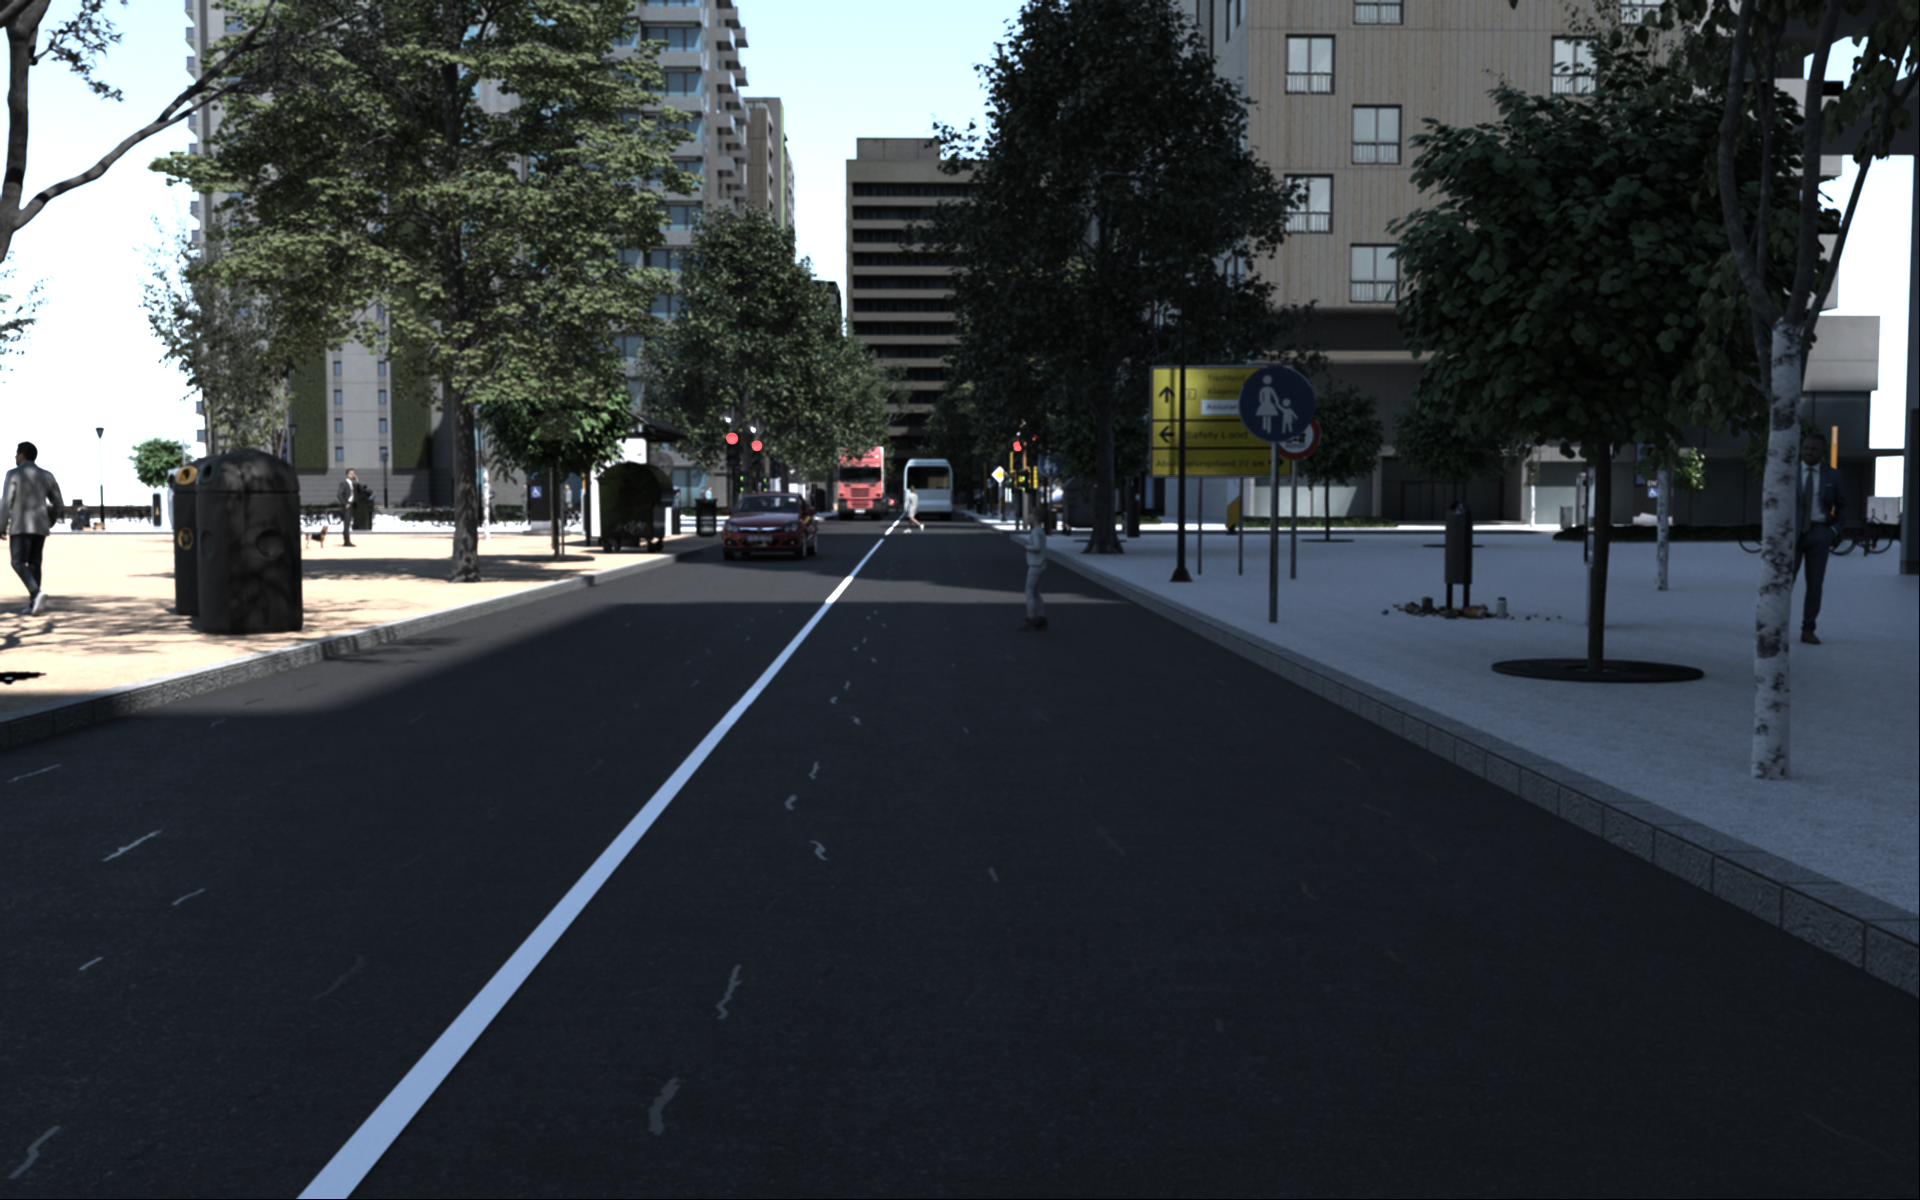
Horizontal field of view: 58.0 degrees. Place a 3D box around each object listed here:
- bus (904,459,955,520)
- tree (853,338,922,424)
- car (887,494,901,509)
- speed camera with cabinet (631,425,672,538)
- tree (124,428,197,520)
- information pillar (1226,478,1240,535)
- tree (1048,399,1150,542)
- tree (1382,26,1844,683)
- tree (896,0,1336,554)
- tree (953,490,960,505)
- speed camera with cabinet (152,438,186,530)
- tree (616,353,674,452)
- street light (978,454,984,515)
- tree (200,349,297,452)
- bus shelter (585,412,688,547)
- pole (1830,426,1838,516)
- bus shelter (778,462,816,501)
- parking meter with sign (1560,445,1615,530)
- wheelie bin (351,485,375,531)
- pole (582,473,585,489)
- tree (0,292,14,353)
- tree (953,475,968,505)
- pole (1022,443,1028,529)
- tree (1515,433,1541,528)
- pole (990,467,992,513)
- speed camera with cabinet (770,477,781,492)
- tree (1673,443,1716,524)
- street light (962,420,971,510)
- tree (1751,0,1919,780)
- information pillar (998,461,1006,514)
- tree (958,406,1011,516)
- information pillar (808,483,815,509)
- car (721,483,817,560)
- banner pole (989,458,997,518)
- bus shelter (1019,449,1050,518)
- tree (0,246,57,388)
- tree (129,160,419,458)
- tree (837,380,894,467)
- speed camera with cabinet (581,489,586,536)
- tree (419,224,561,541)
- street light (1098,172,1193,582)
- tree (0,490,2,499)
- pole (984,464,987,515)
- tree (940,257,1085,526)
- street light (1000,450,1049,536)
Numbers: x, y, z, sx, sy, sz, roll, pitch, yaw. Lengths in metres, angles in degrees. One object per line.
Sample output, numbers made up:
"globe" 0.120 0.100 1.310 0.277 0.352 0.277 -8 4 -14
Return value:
"bus" -1.713 -6.307 97.979 2.948 3.499 13.247 0 4 0
"tree" -10.886 -21.539 208.050 12.611 20.169 13.585 0 3 0
"car" -6.945 -9.944 171.630 2.155 1.783 4.494 0 4 -3
"speed camera with cabinet" -9.084 -3.414 50.161 0.660 3.252 2.038 1 4 18
"tree" -39.739 -6.265 86.148 4.285 4.588 4.351 0 3 0
"information pillar" 8.588 -3.837 54.085 0.504 3.616 0.183 2 4 26
"tree" 3.811 -3.856 46.753 4.285 4.588 4.351 0 3 0
"tree" 4.515 -1.746 12.268 4.285 4.588 4.351 0 3 0
"tree" 3.148 -7.351 37.189 9.611 12.733 9.660 0 3 0
"tree" -0.549 -12.975 206.738 1.663 3.219 1.824 0 3 0
"speed camera with cabinet" -28.038 -4.111 61.555 2.038 3.252 0.660 3 5 42
"tree" -15.711 -8.436 88.296 4.360 8.622 3.978 0 3 0
"street light" 1.497 -6.554 79.694 1.470 5.913 1.316 0 4 -1
"tree" -34.443 -8.212 84.630 4.737 8.622 4.395 0 3 0
"bus shelter" -8.296 -3.069 44.102 2.014 3.302 5.546 0 4 -1
"pole" 26.215 -3.558 52.016 0.158 3.312 0.155 0 3 0
"bus shelter" -9.348 -6.394 98.458 2.014 3.302 5.546 0 4 -1
"parking meter with sign" 22.361 -4.007 61.776 1.738 3.016 0.543 0 4 5
"wheelie bin" -20.918 -3.230 60.710 0.693 1.594 0.980 0 4 8
"pole" -13.374 -4.149 61.679 0.158 3.312 0.155 0 3 0
"tree" -29.324 -7.816 45.924 7.486 12.596 7.792 0 3 0
"tree" -0.182 -13.090 197.734 4.285 4.588 4.351 0 3 0
"pole" 2.368 -4.214 62.742 0.158 3.312 0.155 0 3 0
"tree" 21.391 -7.025 65.214 4.360 8.622 3.978 0 3 0
"pole" 2.199 -7.676 119.344 0.158 3.312 0.155 0 3 0
"speed camera with cabinet" -9.598 -5.977 92.062 0.660 3.252 2.038 -1 4 -19
"tree" 27.448 -4.283 64.629 1.663 3.219 1.824 0 3 0
"street light" 0.792 -8.297 108.204 1.470 5.913 1.316 0 4 -1
"tree" 3.908 -3.502 7.625 4.737 8.622 4.395 0 3 0
"information pillar" 2.769 -7.494 113.874 0.504 3.616 0.183 -1 4 -20
"tree" 2.570 -9.184 100.520 4.360 8.622 3.978 0 3 0
"information pillar" -9.523 -6.520 111.093 0.304 2.012 0.304 -2 4 -32
"car" -4.270 -1.843 39.179 2.155 1.783 4.494 0 4 0
"banner pole" 1.827 -6.307 93.141 0.401 3.779 0.863 -1 4 -18
"bus shelter" 3.445 -5.784 85.859 1.731 3.624 6.357 0 4 -1
"tree" -21.970 -5.293 36.898 4.360 8.622 3.978 0 3 0
"tree" -14.237 -5.206 35.475 4.360 8.622 3.978 0 3 0
"tree" -9.496 -13.559 147.439 9.928 11.665 9.643 0 3 0
"speed camera with cabinet" -10.622 -3.577 52.818 2.038 3.252 0.660 2 4 30
"tree" -12.808 -5.944 47.543 4.360 8.622 3.978 0 3 0
"street light" 2.699 -3.221 25.203 1.470 5.913 1.316 0 4 -1
"tree" -63.245 -11.969 97.517 13.155 14.587 18.604 -1 4 -8
"pole" 1.560 -6.835 105.598 0.158 3.312 0.155 0 3 0
"tree" 2.903 -9.280 69.851 7.486 12.596 7.792 0 3 0
"street light" 2.097 -4.951 53.490 1.470 5.913 1.316 0 4 -1
